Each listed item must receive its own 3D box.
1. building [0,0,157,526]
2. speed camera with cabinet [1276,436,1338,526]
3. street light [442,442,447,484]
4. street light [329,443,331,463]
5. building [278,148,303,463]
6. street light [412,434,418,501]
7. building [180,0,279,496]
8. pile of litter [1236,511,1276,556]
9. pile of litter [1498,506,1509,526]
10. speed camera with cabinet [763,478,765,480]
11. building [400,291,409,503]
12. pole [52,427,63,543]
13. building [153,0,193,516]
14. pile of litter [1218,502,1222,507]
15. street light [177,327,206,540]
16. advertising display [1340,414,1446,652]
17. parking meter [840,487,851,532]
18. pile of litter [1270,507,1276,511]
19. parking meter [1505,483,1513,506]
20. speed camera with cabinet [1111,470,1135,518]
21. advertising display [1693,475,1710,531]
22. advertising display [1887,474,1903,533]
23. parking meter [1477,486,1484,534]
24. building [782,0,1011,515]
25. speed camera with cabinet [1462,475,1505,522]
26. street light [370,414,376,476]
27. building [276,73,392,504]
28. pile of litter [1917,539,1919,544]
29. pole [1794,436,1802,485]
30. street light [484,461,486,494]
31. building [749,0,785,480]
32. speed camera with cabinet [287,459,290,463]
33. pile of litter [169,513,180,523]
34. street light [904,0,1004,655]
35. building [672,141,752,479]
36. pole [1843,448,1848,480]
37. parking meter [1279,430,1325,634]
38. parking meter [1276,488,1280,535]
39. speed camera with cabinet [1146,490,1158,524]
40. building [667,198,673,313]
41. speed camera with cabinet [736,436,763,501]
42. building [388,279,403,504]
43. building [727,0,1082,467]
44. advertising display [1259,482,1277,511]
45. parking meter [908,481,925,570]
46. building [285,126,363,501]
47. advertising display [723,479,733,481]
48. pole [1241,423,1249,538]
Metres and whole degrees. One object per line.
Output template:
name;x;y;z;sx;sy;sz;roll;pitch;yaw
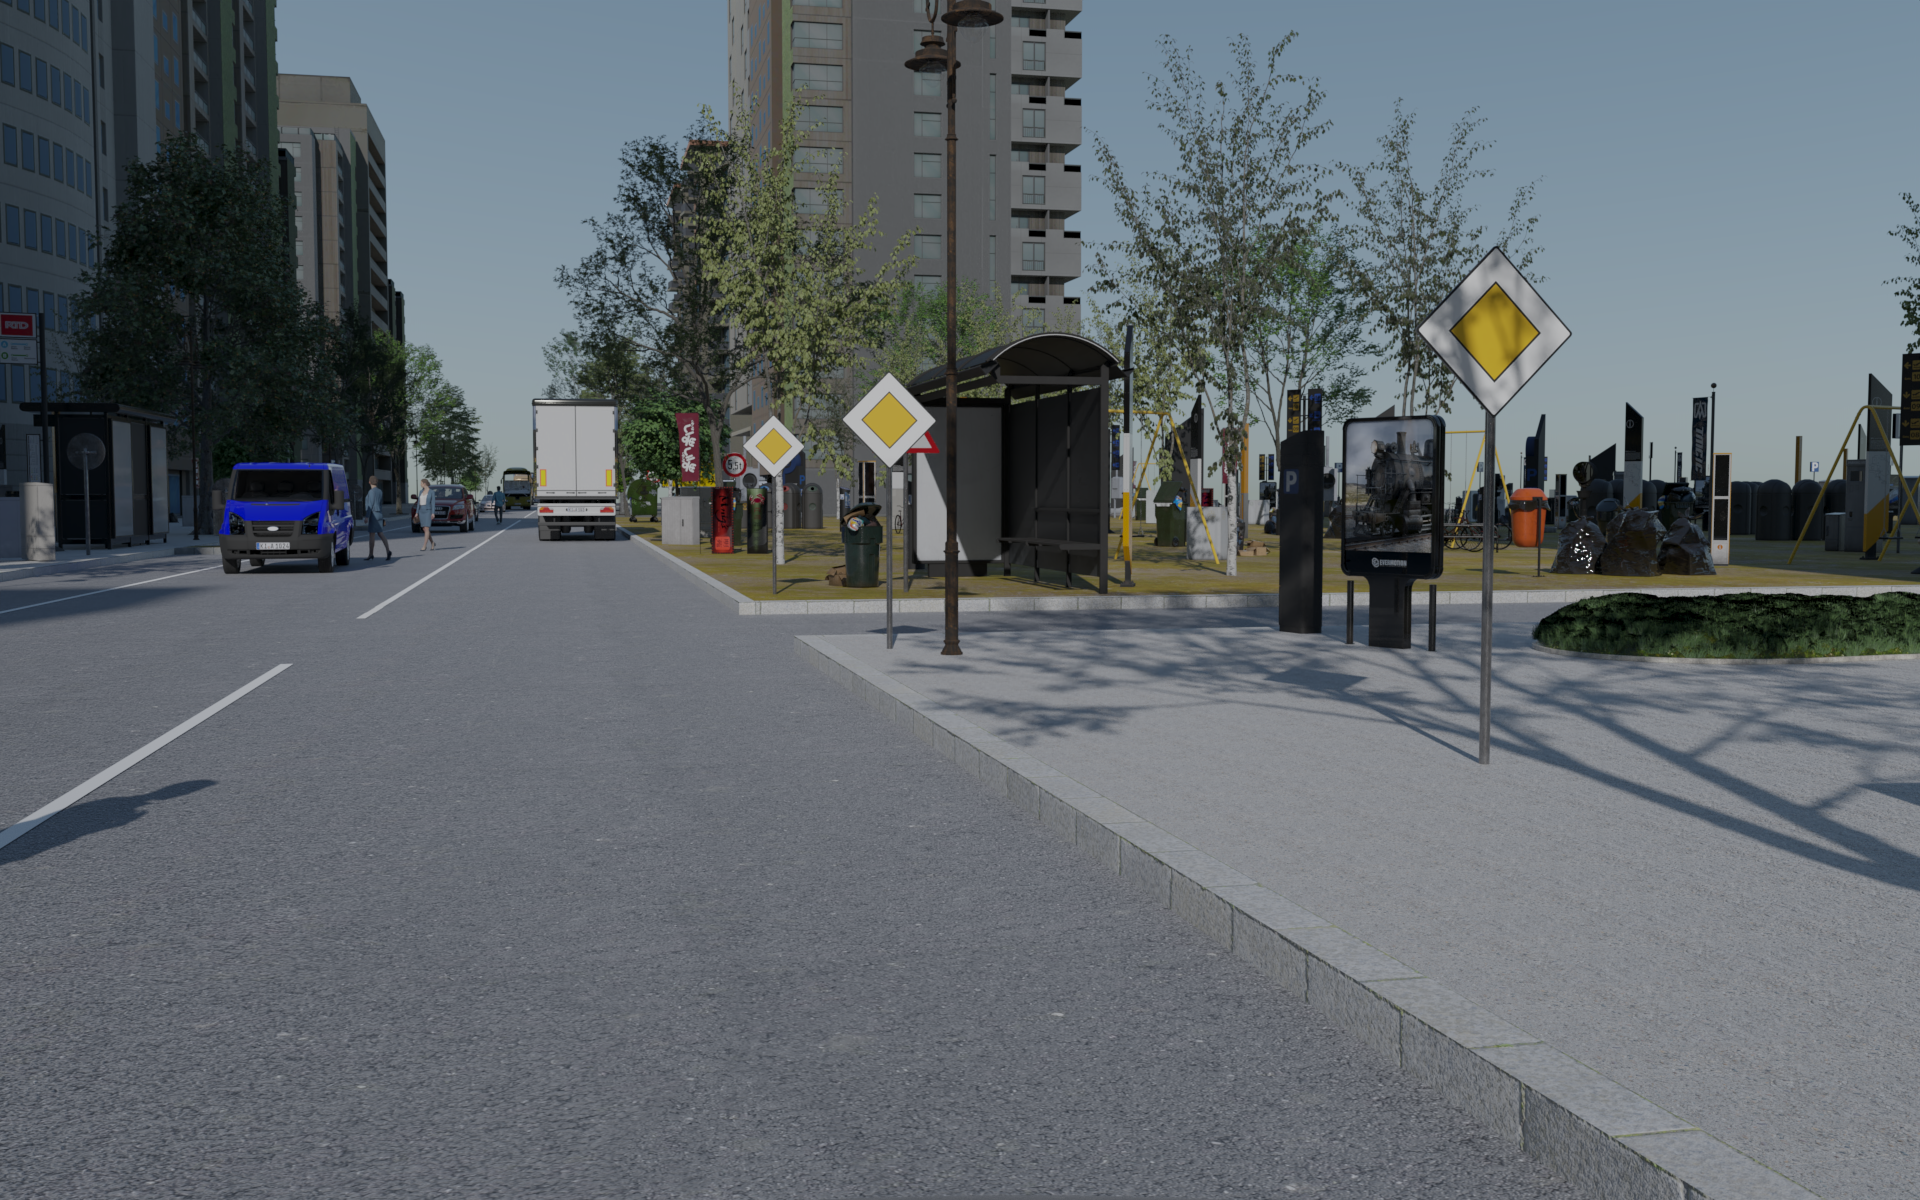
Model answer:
building;-46.550;-32.197;68.427;21.231;58.520;28.212;-1;4;-13
speed camera with cabinet;11.849;-3.966;59.182;2.038;3.252;0.660;1;4;11
street light;-44.988;-10.906;151.101;0.468;5.910;1.993;-1;4;-13
street light;-27.920;-6.358;76.748;0.468;5.910;1.993;-1;4;-13
building;-60.724;-22.349;137.100;14.160;30.474;14.107;-1;4;-13
street light;-38.350;-9.143;122.281;0.468;5.910;1.993;-1;4;-13
building;-56.673;-26.877;123.026;14.154;41.232;14.086;-1;4;-13
pile of litter;6.049;-1.379;36.512;1.176;0.858;1.719;3;5;44
pile of litter;22.157;-3.371;69.080;1.719;0.858;1.176;-1;4;-16
speed camera with cabinet;-10.354;-6.035;93.011;2.038;3.252;0.660;-3;5;-43
building;-83.269;-28.382;235.744;14.160;30.474;14.107;-1;4;-13
pole;-23.722;-3.162;45.537;0.158;3.312;0.155;0;3;0
building;-51.393;-27.198;94.794;14.600;45.320;14.200;-1;4;-13
pile of litter;14.273;-5.070;96.860;1.719;0.858;1.176;3;5;41
street light;-21.274;-4.604;48.067;0.468;5.910;1.993;-1;4;-13
advertising display;3.593;-0.563;14.426;0.123;1.923;0.974;-3;4;-38
parking meter;-3.901;-3.082;58.794;0.372;1.533;0.369;0;3;0
pile of litter;10.491;-2.586;56.248;1.176;0.858;1.719;3;5;42
parking meter;28.525;-5.154;89.978;0.255;1.863;0.399;3;5;43
speed camera with cabinet;9.029;-6.042;93.124;0.660;3.252;2.038;-3;4;-37
advertising display;25.881;-3.344;59.884;0.974;1.923;0.123;1;4;9
advertising display;30.199;-3.130;56.389;0.974;1.923;0.123;0;4;-8
parking meter;18.140;-3.161;60.092;0.372;1.533;0.369;0;3;0
building;-4.932;-26.374;114.811;14.154;41.232;14.086;-1;4;-13
speed camera with cabinet;24.010;-5.202;79.384;2.038;3.252;0.660;-2;4;-25
street light;-31.863;-7.418;94.070;0.468;5.910;1.993;-1;4;-13
building;-79.294;-35.454;203.373;21.300;48.544;21.600;-1;4;-13
pile of litter;24.925;-1.829;43.876;1.176;0.858;1.719;2;4;24
pole;29.369;-4.090;60.711;0.158;3.312;0.155;0;3;0
street light;-63.731;-15.895;232.667;0.468;5.910;1.993;-1;4;-13
building;-7.870;-29.259;128.496;14.600;45.320;14.200;-1;4;-13
speed camera with cabinet;-26.483;-4.486;67.678;0.660;3.252;2.038;-2;4;-26
pile of litter;-35.729;-3.879;77.383;1.719;0.858;1.176;-3;5;-41
street light;-0.066;-2.501;13.677;0.468;5.910;1.993;-1;4;-13
building;-22.761;-34.163;213.183;22.147;44.769;28.867;-1;4;-13
pole;39.537;-5.110;77.391;0.158;3.312;0.155;0;3;0
parking meter;3.157;-0.632;16.043;0.255;1.863;0.399;-2;4;-26
parking meter;10.001;-2.772;53.734;0.372;1.533;0.369;0;3;0
speed camera with cabinet;8.885;-4.950;75.264;0.660;3.252;2.038;3;5;40
building;-29.197;-35.881;241.272;22.147;44.769;28.867;-1;4;-13
speed camera with cabinet;-7.860;-3.933;58.643;2.038;3.252;0.660;-2;4;-28
building;-80.106;-27.543;222.021;14.160;30.474;14.107;-1;4;-13
building;-5.394;-34.325;150.456;28.713;52.752;27.495;-1;4;-13
advertising display;16.203;-5.254;91.117;0.974;1.923;0.123;3;4;38
parking meter;-0.783;-1.295;29.579;0.372;1.533;0.369;0;3;0
building;-72.938;-30.776;186.779;14.154;41.232;14.086;-1;4;-13
advertising display;-9.802;-4.233;74.425;0.974;1.923;0.123;-2;4;-24
pole;8.223;-3.436;50.025;0.158;3.312;0.155;0;3;0
